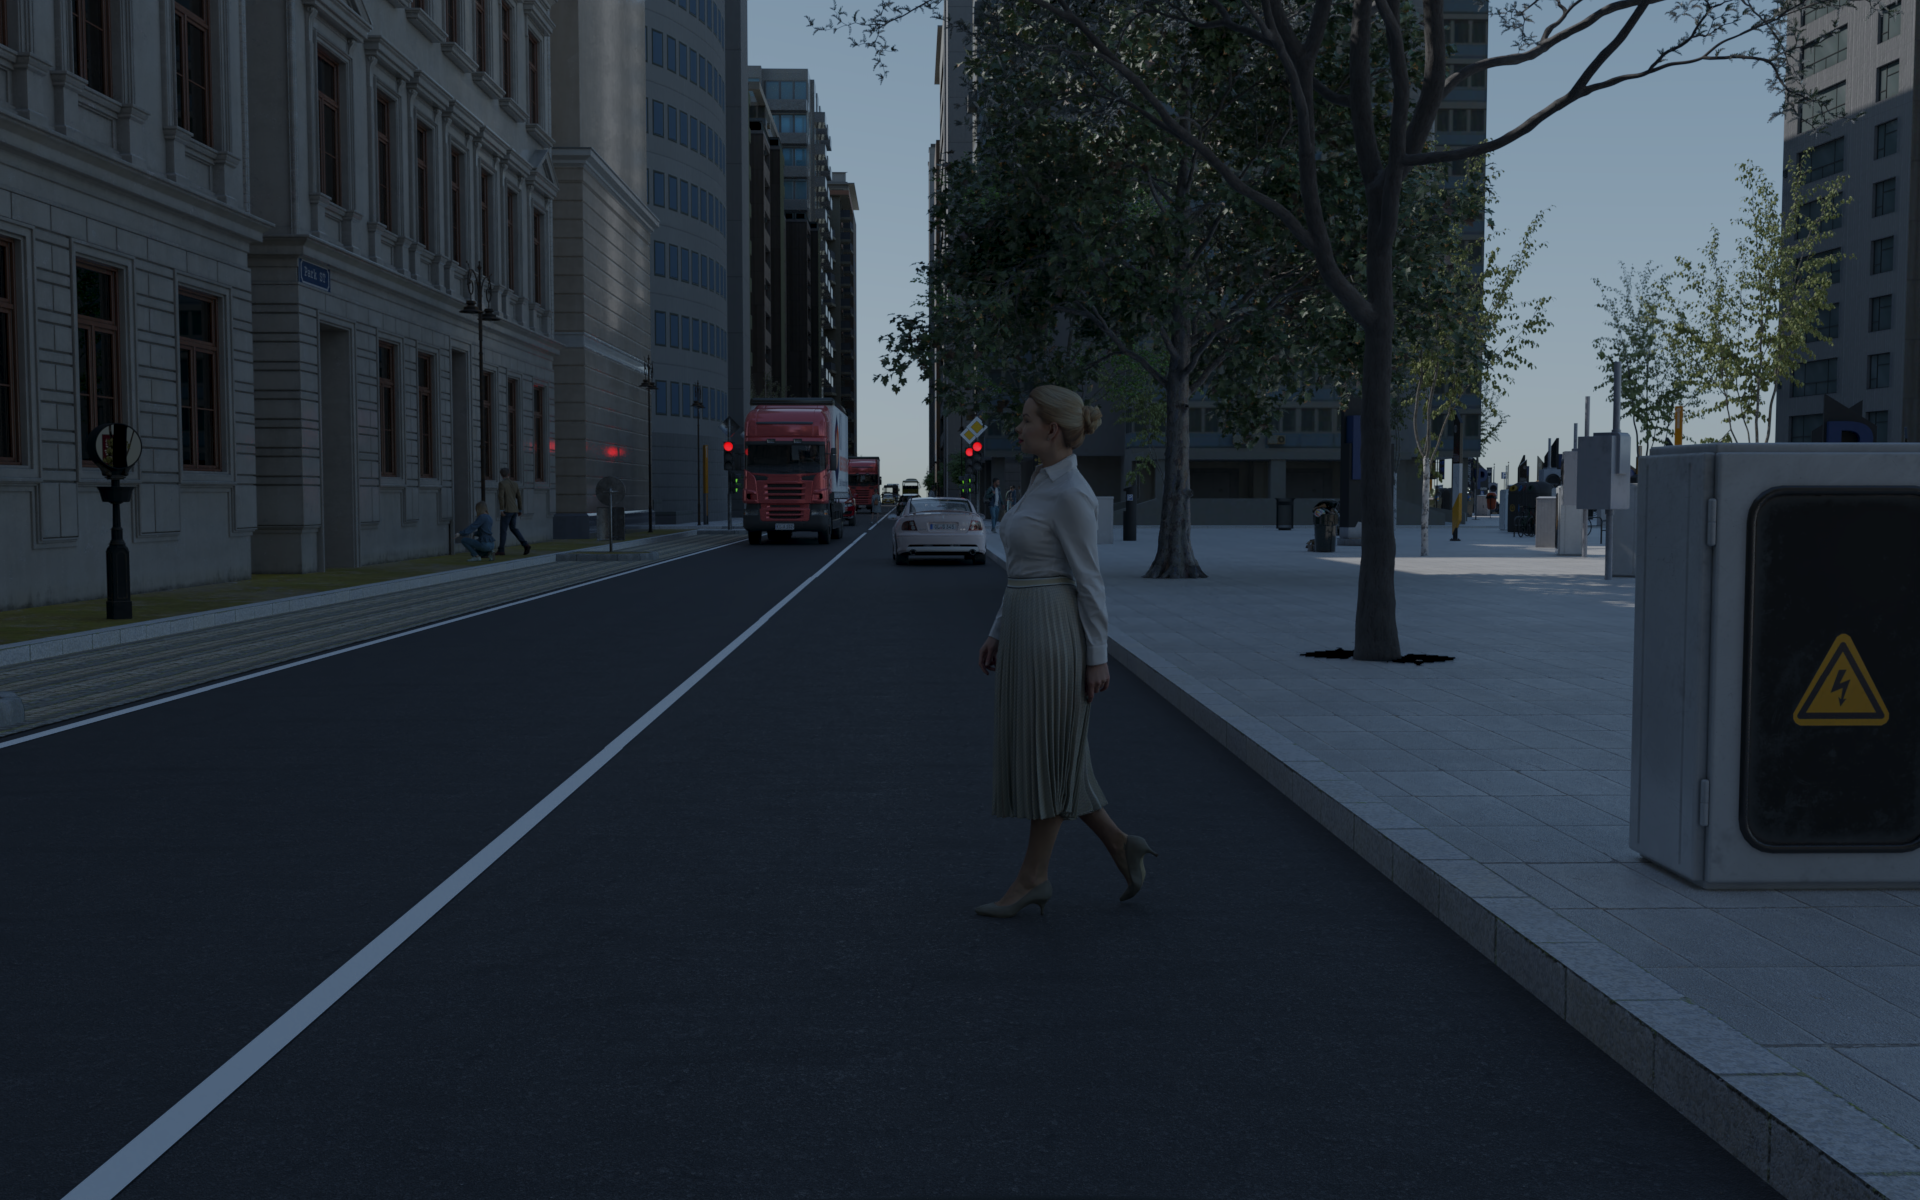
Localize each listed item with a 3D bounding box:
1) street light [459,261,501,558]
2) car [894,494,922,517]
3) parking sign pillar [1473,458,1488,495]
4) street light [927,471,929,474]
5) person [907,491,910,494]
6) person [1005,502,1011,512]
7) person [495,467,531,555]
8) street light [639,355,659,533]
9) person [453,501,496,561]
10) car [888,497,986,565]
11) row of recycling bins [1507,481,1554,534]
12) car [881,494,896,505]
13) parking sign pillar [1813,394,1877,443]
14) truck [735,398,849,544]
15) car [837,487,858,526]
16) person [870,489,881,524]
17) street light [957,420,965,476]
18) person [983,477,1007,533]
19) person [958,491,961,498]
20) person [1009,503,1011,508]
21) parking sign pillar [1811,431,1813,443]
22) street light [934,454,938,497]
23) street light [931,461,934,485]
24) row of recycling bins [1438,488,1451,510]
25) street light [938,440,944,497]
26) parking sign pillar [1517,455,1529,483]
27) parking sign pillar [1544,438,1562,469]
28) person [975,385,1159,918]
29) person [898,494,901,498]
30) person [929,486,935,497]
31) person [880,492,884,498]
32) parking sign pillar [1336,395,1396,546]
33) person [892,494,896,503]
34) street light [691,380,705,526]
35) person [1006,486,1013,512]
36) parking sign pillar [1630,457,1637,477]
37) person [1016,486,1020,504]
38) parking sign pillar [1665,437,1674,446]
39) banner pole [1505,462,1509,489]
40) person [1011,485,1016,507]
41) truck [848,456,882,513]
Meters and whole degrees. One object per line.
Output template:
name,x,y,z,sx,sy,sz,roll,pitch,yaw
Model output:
street light,-9.521,-3.774,34.490,0.468,5.910,1.993,0,4,-2
car,-3.109,-6.056,108.796,2.009,1.686,4.222,0,4,-4
parking sign pillar,38.653,-8.576,128.685,1.447,3.967,1.447,-2,4,-32
street light,-3.821,-16.016,234.641,0.468,5.910,1.993,0,4,-2
person,-5.790,-11.606,198.782,0.721,1.766,1.217,1,4,16
person,3.415,-6.690,115.636,0.699,1.804,1.509,0,4,-7
person,-9.419,-1.857,36.312,0.836,1.842,0.656,0,4,-4
street light,-10.328,-5.188,57.615,0.468,5.910,1.993,0,4,-2
person,-9.275,-1.314,33.031,0.738,1.151,1.012,1,4,18
car,-0.475,-1.478,36.532,2.083,1.381,4.827,0,4,-3
row of recycling bins,18.805,-3.046,56.923,1.069,1.692,3.534,0,4,6
car,-9.851,-13.913,237.701,2.015,1.641,3.980,0,4,-2
parking sign pillar,23.744,-3.532,46.224,1.447,3.967,1.447,1,4,16
truck,-4.917,-3.907,52.799,2.839,4.237,11.283,0,4,-1
car,-5.820,-4.345,79.713,2.281,1.827,5.304,0,4,-3
person,-4.022,-4.491,82.934,0.512,1.701,0.522,-1,4,-9
street light,0.094,-7.598,97.017,0.468,5.910,1.993,0,4,-2
person,1.183,-3.090,56.549,0.794,1.824,0.713,-2,4,-24
person,0.136,-5.890,102.898,0.519,1.759,0.362,1,4,15
person,3.376,-6.448,112.031,0.480,1.755,0.524,-1,4,-22
parking sign pillar,25.237,-3.761,49.957,1.447,3.967,1.447,2,4,23
street light,-2.140,-12.392,175.388,0.468,5.910,1.993,0,4,-2
street light,-2.823,-13.814,198.639,0.468,5.910,1.993,0,4,-2
row of recycling bins,31.553,-6.465,112.817,1.069,1.692,3.534,0,4,2
street light,-1.485,-10.977,152.259,0.468,5.910,1.993,0,4,-2
parking sign pillar,38.877,-8.020,119.599,1.447,3.967,1.447,0,4,1
parking sign pillar,28.670,-5.821,83.653,1.447,3.967,1.447,0,4,-6
person,0.367,0.171,5.923,0.641,1.798,0.478,0,4,-3
person,-7.909,-13.363,230.166,0.799,1.438,0.628,1,4,14
person,-1.462,-4.690,85.025,0.795,1.843,0.661,1,4,10
person,-11.855,-15.759,266.187,1.348,1.821,0.705,-3,5,-45
parking sign pillar,10.138,-3.342,43.113,1.447,3.967,1.447,-1,4,-20
person,-10.788,-16.648,283.927,0.697,1.427,0.421,1,4,18
street light,-10.635,-5.973,70.453,0.468,5.910,1.993,0,4,-2
person,3.262,-6.417,111.302,0.623,1.781,0.721,0,4,-5
parking sign pillar,50.353,-8.692,130.592,1.447,3.967,1.447,-3,5,-41
person,3.703,-6.219,107.824,0.767,1.812,0.694,3,4,39
parking sign pillar,33.357,-5.687,81.449,1.447,3.967,1.447,0,4,-3
banner pole,42.287,-8.799,133.877,0.401,3.779,0.863,3,4,37
person,3.366,-6.140,106.452,0.654,1.822,0.581,2,4,25
truck,-7.314,-8.697,131.112,2.839,4.237,11.283,0,4,-2
